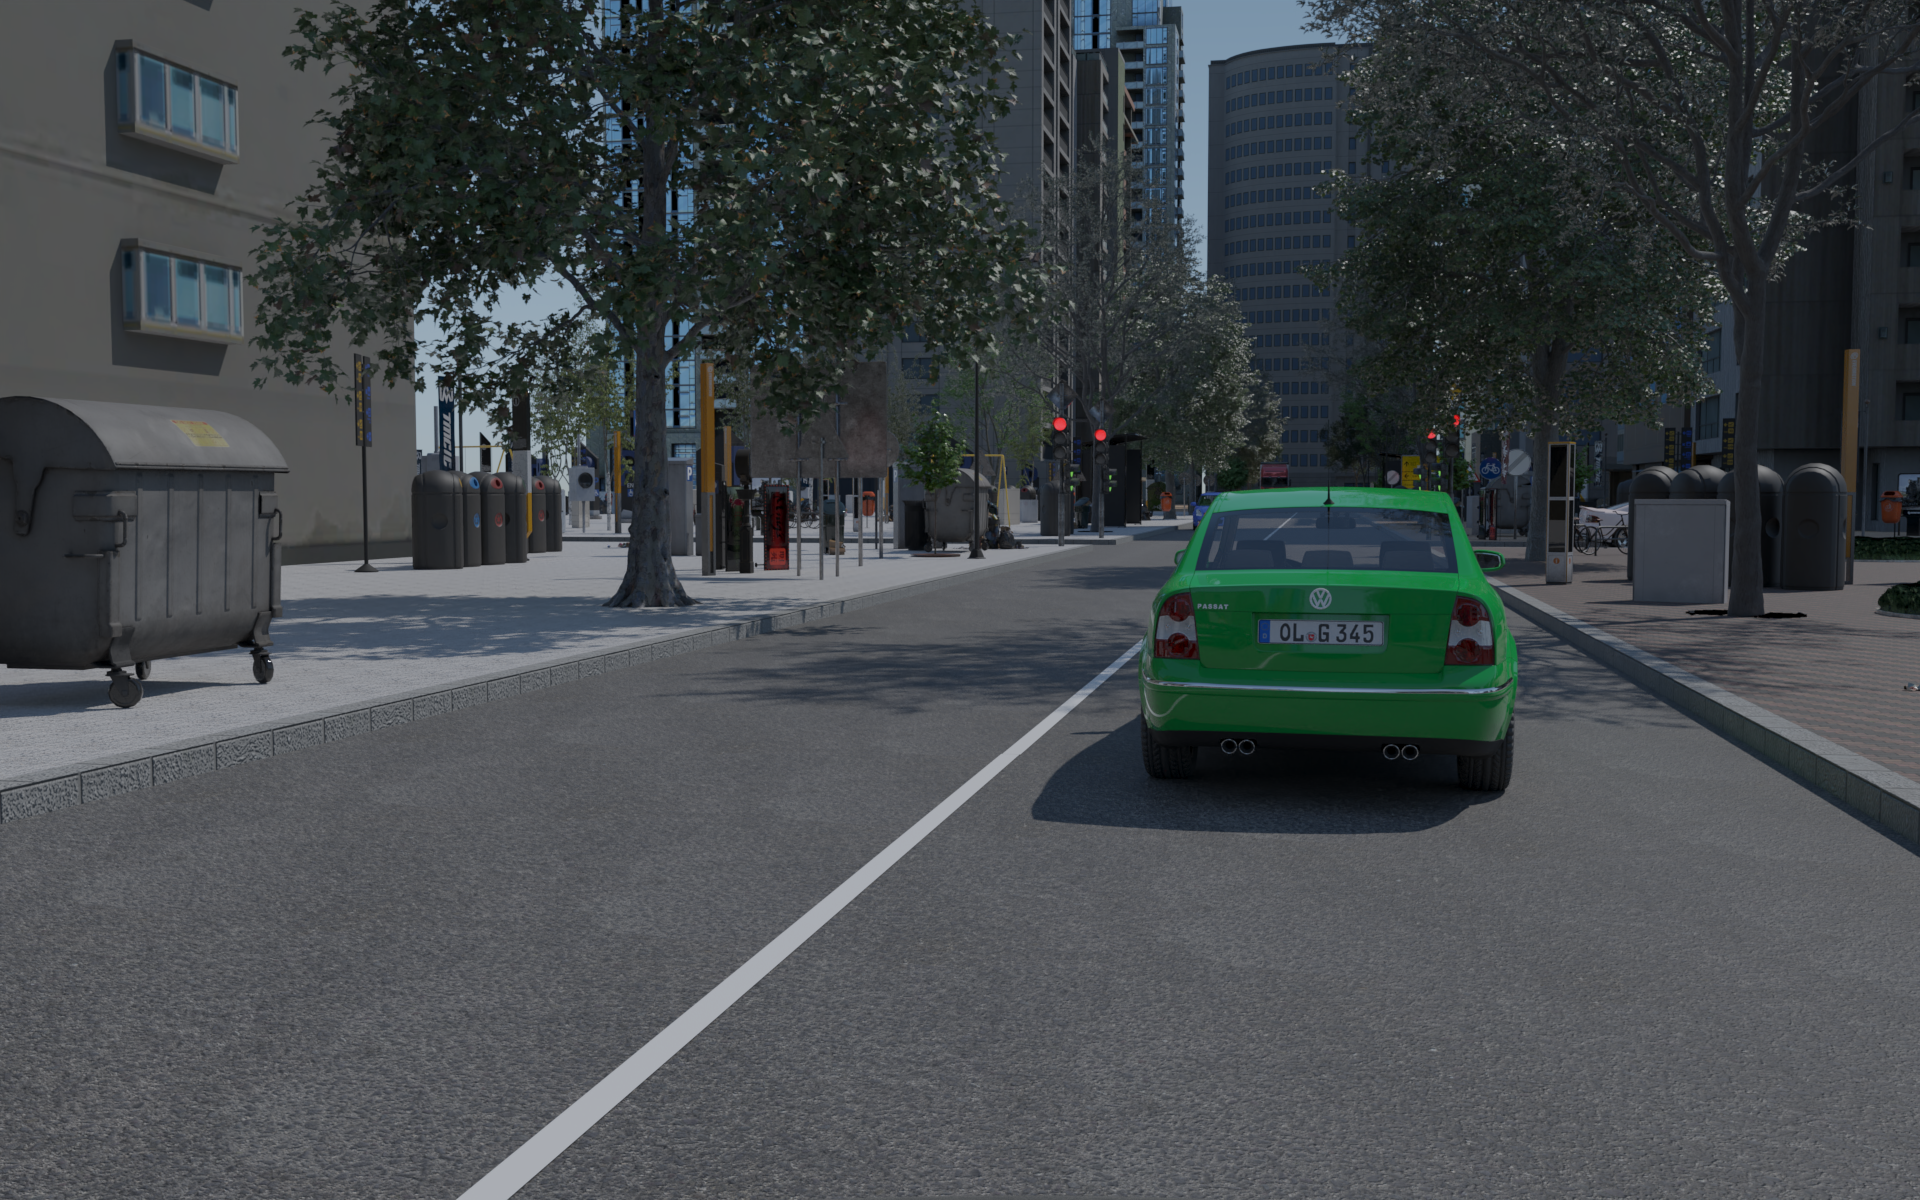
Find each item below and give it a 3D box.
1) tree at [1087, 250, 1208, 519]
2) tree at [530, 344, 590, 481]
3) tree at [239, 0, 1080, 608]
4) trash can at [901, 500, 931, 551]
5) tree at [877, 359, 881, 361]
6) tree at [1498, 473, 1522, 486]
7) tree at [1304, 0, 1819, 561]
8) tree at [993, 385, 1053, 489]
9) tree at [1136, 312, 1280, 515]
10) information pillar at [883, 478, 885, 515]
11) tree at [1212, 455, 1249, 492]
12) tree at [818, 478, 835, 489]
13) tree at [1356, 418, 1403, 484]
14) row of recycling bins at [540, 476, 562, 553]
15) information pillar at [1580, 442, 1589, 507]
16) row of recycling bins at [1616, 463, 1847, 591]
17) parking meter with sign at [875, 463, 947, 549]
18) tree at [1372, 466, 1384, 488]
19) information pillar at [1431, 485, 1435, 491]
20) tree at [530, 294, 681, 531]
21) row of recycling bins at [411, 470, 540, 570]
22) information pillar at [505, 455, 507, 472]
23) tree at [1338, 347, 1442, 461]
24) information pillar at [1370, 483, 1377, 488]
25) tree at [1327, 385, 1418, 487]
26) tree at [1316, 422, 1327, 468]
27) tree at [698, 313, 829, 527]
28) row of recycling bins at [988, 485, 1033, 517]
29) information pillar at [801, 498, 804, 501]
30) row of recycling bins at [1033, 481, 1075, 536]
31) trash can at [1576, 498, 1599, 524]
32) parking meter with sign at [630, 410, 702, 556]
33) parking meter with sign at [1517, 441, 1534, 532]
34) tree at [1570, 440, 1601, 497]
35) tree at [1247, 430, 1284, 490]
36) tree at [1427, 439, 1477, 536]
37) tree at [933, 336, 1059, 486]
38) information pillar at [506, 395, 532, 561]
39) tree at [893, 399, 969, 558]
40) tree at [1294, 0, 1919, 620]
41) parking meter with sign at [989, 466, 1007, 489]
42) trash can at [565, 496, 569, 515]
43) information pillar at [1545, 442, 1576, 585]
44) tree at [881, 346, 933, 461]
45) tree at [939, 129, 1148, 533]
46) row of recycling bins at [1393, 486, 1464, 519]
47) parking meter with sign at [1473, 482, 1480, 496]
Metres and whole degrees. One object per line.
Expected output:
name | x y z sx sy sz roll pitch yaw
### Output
tree | 10.788 -11.160 89.114 9.857 13.997 8.962 0 3 0
tree | -18.445 -7.844 78.619 4.360 8.622 3.978 0 3 0
tree | -3.444 -6.274 19.590 9.611 12.733 9.660 0 3 0
trash can | -0.961 -1.698 39.422 0.748 1.137 0.748 0 3 0
tree | -6.256 -7.536 73.571 4.360 8.622 3.978 0 3 0
tree | 25.289 -5.170 79.132 1.663 3.219 1.824 0 3 0
tree | 11.164 -7.731 33.054 9.857 13.997 8.962 0 3 0
tree | 4.453 -9.945 112.963 4.737 8.622 4.395 0 3 0
tree | 13.972 -11.445 105.254 7.486 12.596 7.792 0 3 0
information pillar | -4.616 -6.994 105.698 0.504 3.616 0.183 3 4 37
tree | 21.542 -9.418 137.697 4.285 4.588 4.351 0 3 0
tree | -7.223 -9.036 98.093 4.737 8.622 4.395 0 3 0
tree | 34.740 -11.785 143.039 4.360 8.622 3.978 0 3 0
row of recycling bins | -9.510 -1.842 37.223 1.069 1.692 3.534 0 4 7
information pillar | 28.309 -5.329 78.483 0.183 3.616 0.504 -1 4 -15
row of recycling bins | 10.900 -1.065 24.518 1.069 1.692 3.534 -2 4 -24
parking meter with sign | -1.172 -2.707 40.526 1.738 3.016 0.543 -1 4 -20
tree | 26.360 -6.942 108.110 1.663 3.219 1.824 0 3 0
information pillar | 17.117 -3.582 63.053 0.304 2.012 0.304 0 4 7
tree | -12.082 -6.737 60.512 4.737 8.622 4.395 0 3 0
row of recycling bins | -8.771 -1.458 30.949 1.069 1.692 3.534 1 4 9
information pillar | -22.140 -5.750 85.368 0.504 3.616 0.183 -1 4 -9
tree | 29.112 -11.659 116.380 9.928 11.665 9.643 0 3 0
information pillar | 26.816 -6.595 112.325 0.304 2.012 0.304 -2 4 -27
tree | 31.850 -11.984 130.359 7.601 10.594 8.767 1 4 14
tree | 37.573 -13.827 160.485 8.767 10.594 7.601 -1 4 -13
tree | -6.857 -6.583 57.987 4.360 8.622 3.978 0 3 0
row of recycling bins | 2.768 -4.625 82.734 3.534 1.692 1.069 1 4 18
information pillar | -10.483 -7.465 113.412 0.504 3.616 0.183 -1 4 -8
row of recycling bins | 3.031 -2.879 54.191 1.069 1.692 3.534 0 4 6
trash can | 21.300 -2.886 58.837 0.748 1.137 0.748 0 3 0
parking meter with sign | -5.944 -2.436 36.093 1.738 3.016 0.543 1 4 13
parking meter with sign | 18.791 -3.710 56.917 0.543 3.016 1.738 0 4 -2
tree | 21.355 -4.031 60.501 1.663 3.219 1.824 0 3 0
tree | 31.451 -15.482 187.540 8.767 10.594 7.601 3 4 36
tree | 14.904 -3.567 52.916 1.663 3.219 1.824 0 3 0
tree | 2.059 -10.820 102.661 9.928 11.665 9.643 0 3 0
information pillar | -8.382 -2.553 33.100 0.504 3.616 0.183 3 5 40
tree | -0.640 -2.496 35.407 1.663 3.219 1.824 0 3 0
tree | 8.242 -6.580 17.953 12.009 13.543 11.850 0 3 0
parking meter with sign | 2.077 -6.906 109.170 1.738 3.016 0.543 -1 4 -15
trash can | -23.813 -5.653 104.081 0.748 1.137 0.748 0 3 0
information pillar | 8.522 -1.229 24.580 0.304 2.012 0.304 2 4 35
tree | -3.098 -8.243 85.131 4.360 8.622 3.978 0 3 0
tree | 4.647 -9.021 57.864 12.009 13.543 11.850 0 3 0
row of recycling bins | 22.687 -4.702 83.991 3.534 1.692 1.069 0 4 -6
parking meter with sign | 28.830 -6.154 96.886 1.738 3.016 0.543 -1 4 -20
